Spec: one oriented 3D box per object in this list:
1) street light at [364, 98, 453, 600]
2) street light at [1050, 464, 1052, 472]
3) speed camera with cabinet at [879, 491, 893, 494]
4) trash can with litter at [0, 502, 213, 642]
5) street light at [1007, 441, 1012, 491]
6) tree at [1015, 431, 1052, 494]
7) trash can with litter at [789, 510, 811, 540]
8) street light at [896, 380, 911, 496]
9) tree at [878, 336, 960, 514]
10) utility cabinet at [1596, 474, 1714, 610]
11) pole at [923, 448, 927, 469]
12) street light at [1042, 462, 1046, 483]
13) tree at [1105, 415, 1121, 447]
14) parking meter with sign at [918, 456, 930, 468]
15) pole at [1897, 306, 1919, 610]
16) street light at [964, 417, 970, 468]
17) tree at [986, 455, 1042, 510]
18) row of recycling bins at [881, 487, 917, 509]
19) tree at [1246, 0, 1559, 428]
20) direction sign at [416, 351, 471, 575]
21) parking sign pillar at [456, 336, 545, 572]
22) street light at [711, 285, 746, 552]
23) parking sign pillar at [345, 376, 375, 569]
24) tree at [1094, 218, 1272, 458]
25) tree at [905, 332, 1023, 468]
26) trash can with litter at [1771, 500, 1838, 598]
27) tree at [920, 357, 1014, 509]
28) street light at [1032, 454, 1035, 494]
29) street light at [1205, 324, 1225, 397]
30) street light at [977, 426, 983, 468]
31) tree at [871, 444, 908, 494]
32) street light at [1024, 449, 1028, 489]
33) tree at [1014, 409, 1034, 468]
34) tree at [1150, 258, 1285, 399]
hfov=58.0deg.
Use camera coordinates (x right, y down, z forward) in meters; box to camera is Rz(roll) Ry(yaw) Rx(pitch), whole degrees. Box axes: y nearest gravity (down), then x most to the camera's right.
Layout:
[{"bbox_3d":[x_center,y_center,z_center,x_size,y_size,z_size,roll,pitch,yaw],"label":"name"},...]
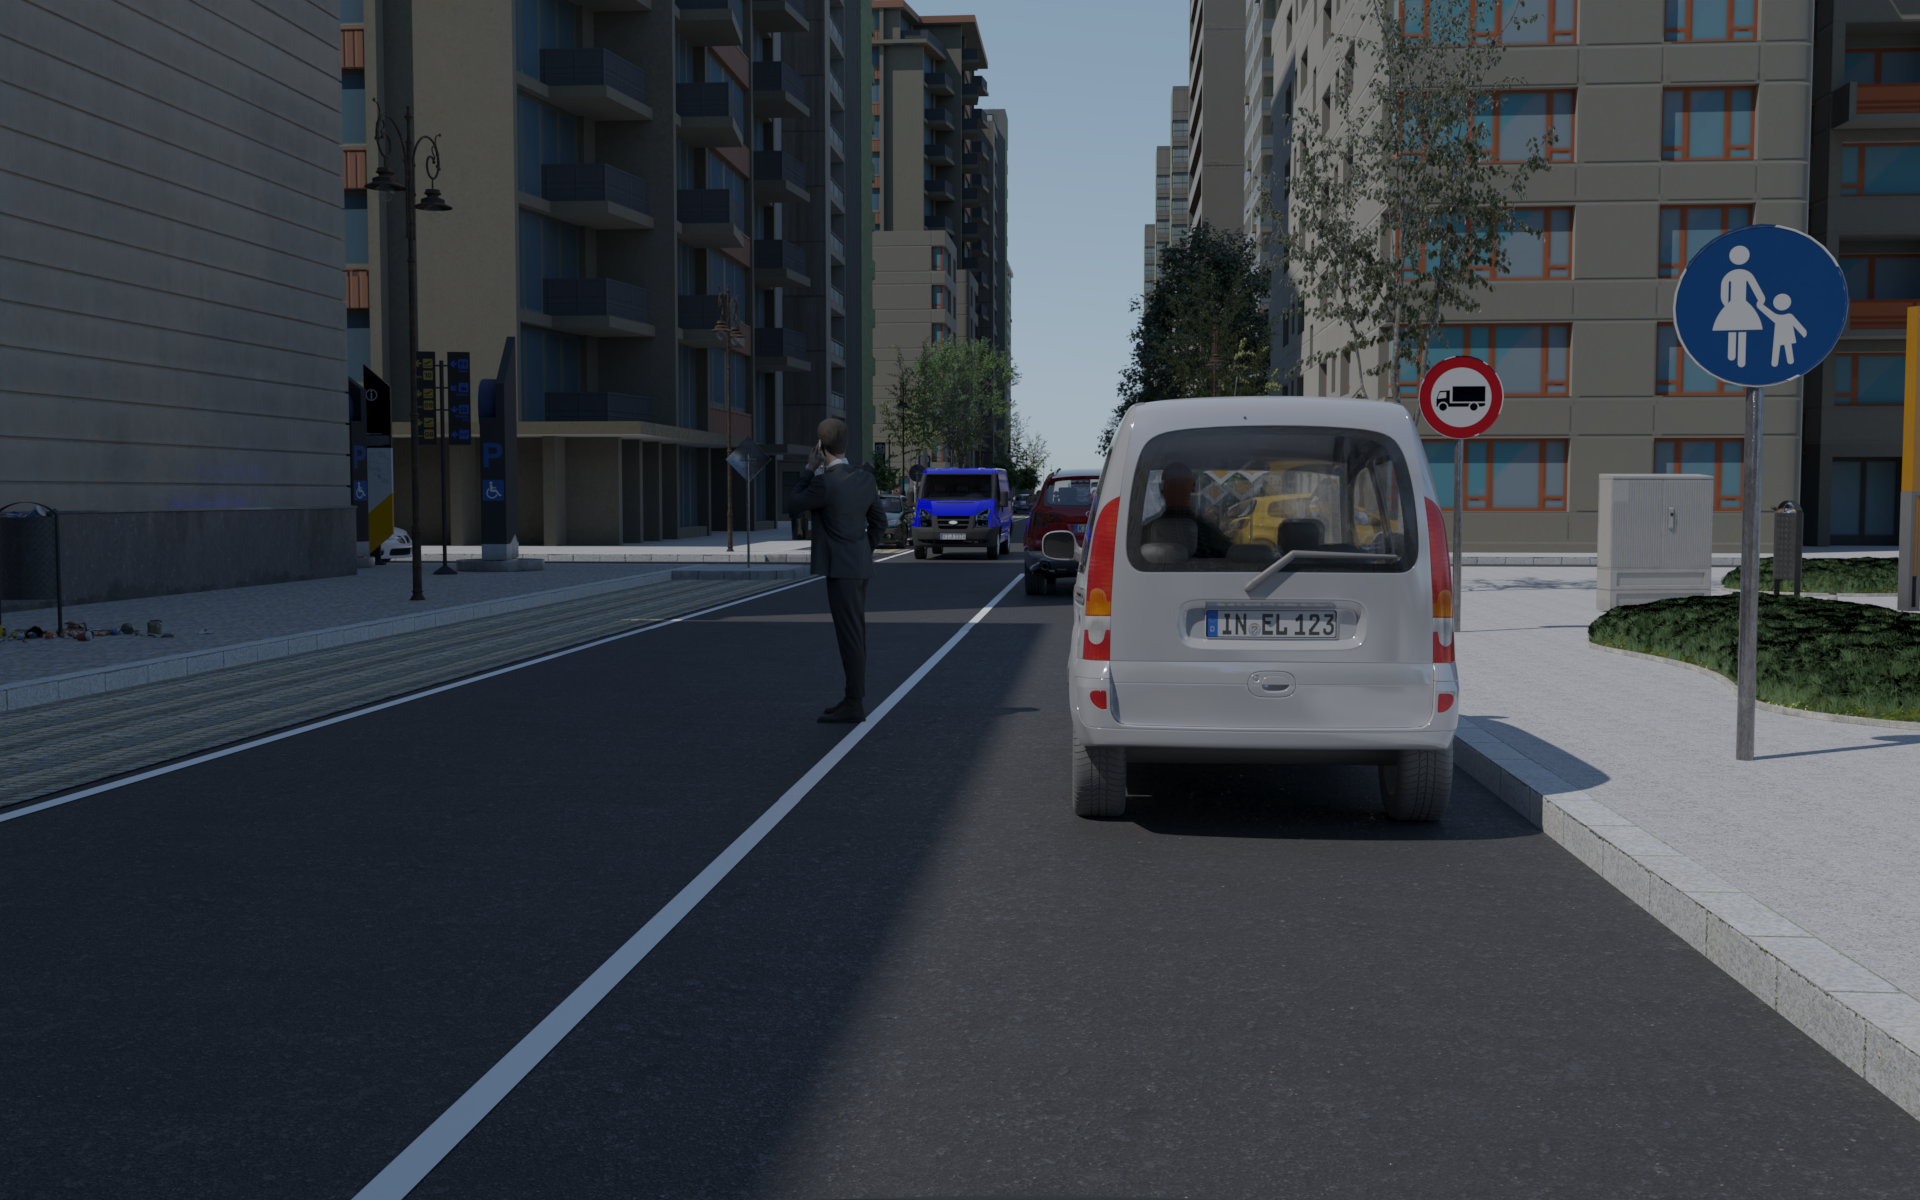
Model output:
[{"bbox_3d":[-6.563,-2.935,20.779,0.468,5.910,1.993,0,4,5],"label":"street light"},{"bbox_3d":[13.799,-17.692,262.056,0.468,5.910,1.993,0,4,5],"label":"street light"},{"bbox_3d":[-4.685,-7.106,110.525,0.660,3.252,2.038,2,4,32],"label":"speed camera with cabinet"},{"bbox_3d":[-7.914,-0.268,15.437,2.233,1.210,1.678,-1,4,-12],"label":"trash can with litter"},{"bbox_3d":[4.169,-10.667,147.199,0.468,5.910,1.993,0,4,5],"label":"street light"},{"bbox_3d":[8.492,-15.367,201.615,4.737,8.622,4.395,0,3,0],"label":"tree"},{"bbox_3d":[-4.244,-2.254,48.236,1.055,1.170,0.624,2,4,34],"label":"trash can with litter"},{"bbox_3d":[-2.295,-5.963,70.289,0.468,5.910,1.993,0,4,5],"label":"street light"},{"bbox_3d":[-2.092,-8.009,81.306,4.737,8.622,4.395,0,3,0],"label":"tree"},{"bbox_3d":[7.568,-0.622,18.850,1.173,1.500,0.318,-1,4,-8],"label":"utility cabinet"},{"bbox_3d":[-1.537,-5.035,76.170,0.158,3.312,0.155,0,3,0],"label":"pole"},{"bbox_3d":[11.119,-15.741,230.149,0.468,5.910,1.993,0,4,5],"label":"street light"},{"bbox_3d":[20.058,-16.507,195.640,9.928,11.665,9.643,0,3,0],"label":"tree"},{"bbox_3d":[-1.524,-4.974,77.592,0.543,3.016,1.738,0,4,-6],"label":"parking meter with sign"},{"bbox_3d":[10.427,-1.535,18.941,0.158,3.312,0.155,0,3,0],"label":"pole"},{"bbox_3d":[0.385,-7.915,102.196,0.468,5.910,1.993,0,4,5],"label":"street light"},{"bbox_3d":[3.542,-9.585,140.429,4.285,4.588,4.351,0,3,0],"label":"tree"},{"bbox_3d":[-4.210,-6.120,107.167,3.534,1.692,1.069,1,4,15],"label":"row of recycling bins"},{"bbox_3d":[5.737,-4.404,22.370,4.360,8.622,3.978,0,3,0],"label":"tree"},{"bbox_3d":[-8.236,-2.177,27.597,0.876,3.537,0.379,-1,4,-11],"label":"direction sign"},{"bbox_3d":[-7.737,-2.482,29.056,1.447,3.967,1.447,0,4,-6],"label":"parking sign pillar"},{"bbox_3d":[-5.116,-4.013,38.393,0.468,5.910,1.993,0,4,5],"label":"street light"},{"bbox_3d":[-10.973,-2.546,30.107,1.447,3.967,1.447,1,4,19],"label":"parking sign pillar"},{"bbox_3d":[10.393,-9.484,72.077,9.611,12.733,9.660,0,3,0],"label":"tree"},{"bbox_3d":[0.088,-11.286,110.287,9.928,11.665,9.643,0,3,0],"label":"tree"},{"bbox_3d":[9.263,-0.518,19.522,1.678,1.210,2.233,0,4,2],"label":"trash can with litter"},{"bbox_3d":[-0.155,-8.737,93.209,4.360,8.622,3.978,0,3,0],"label":"tree"},{"bbox_3d":[8.392,-13.758,197.735,0.468,5.910,1.993,0,4,5],"label":"street light"},{"bbox_3d":[6.926,-4.550,47.172,0.468,5.910,1.993,0,4,5],"label":"street light"},{"bbox_3d":[1.358,-8.717,115.302,0.468,5.910,1.993,0,4,5],"label":"street light"},{"bbox_3d":[-3.072,-4.373,66.096,1.663,3.219,1.824,0,3,0],"label":"tree"},{"bbox_3d":[6.873,-12.619,179.104,0.468,5.910,1.993,0,4,5],"label":"street light"},{"bbox_3d":[4.472,-12.276,151.067,4.360,8.622,3.978,0,3,0],"label":"tree"},{"bbox_3d":[8.132,-6.410,55.164,4.737,8.622,4.395,0,3,0],"label":"tree"}]
